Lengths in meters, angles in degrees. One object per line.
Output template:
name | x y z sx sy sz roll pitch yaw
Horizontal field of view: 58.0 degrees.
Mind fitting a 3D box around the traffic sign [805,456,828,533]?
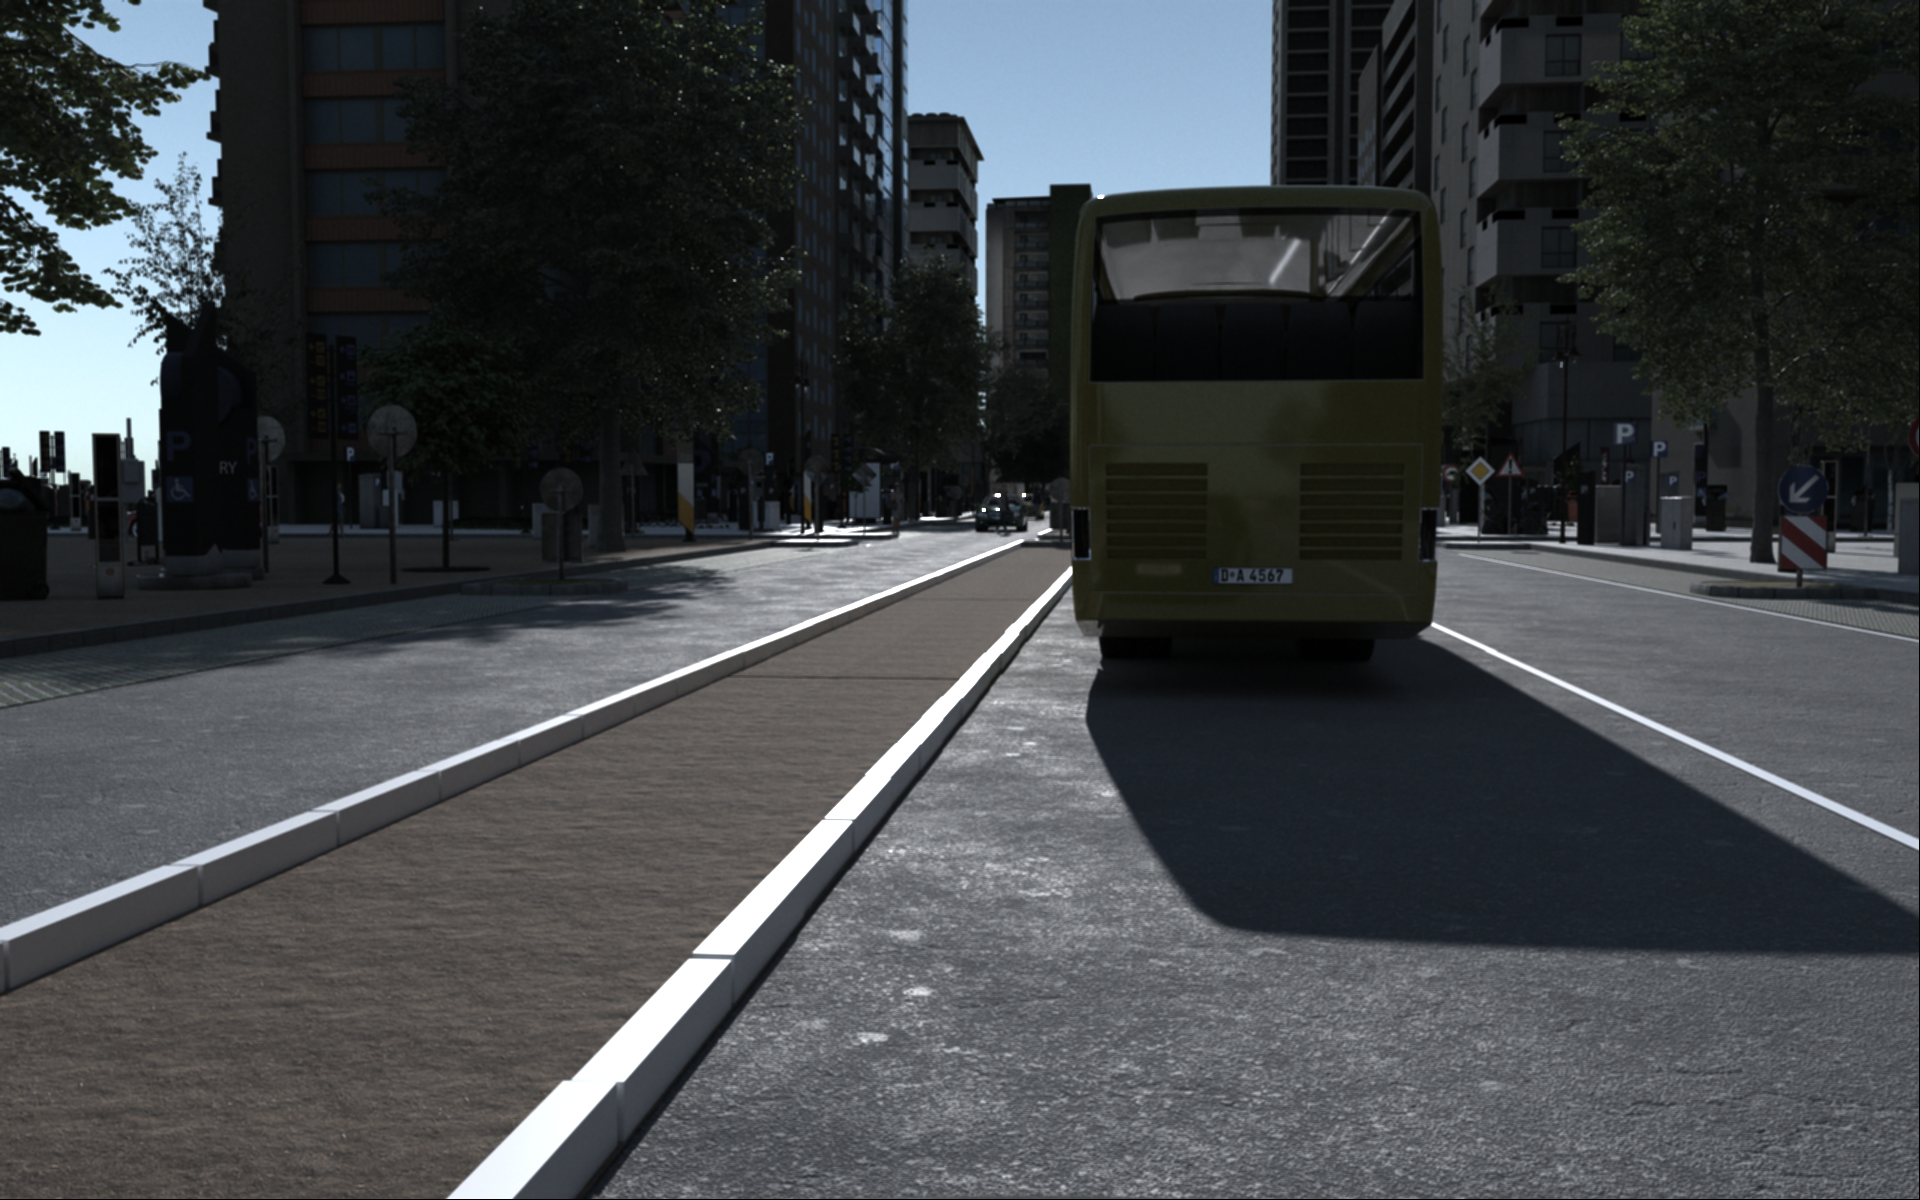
traffic sign | -4.764 -3.502 57.364 0.768 2.556 0.104 1 4 9

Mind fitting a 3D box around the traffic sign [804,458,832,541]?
traffic sign | -3.898 -2.685 47.536 0.795 2.450 0.064 0 4 6

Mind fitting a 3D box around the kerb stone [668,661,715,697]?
kerb stone | -1.982 0.587 12.611 0.120 0.150 1.000 0 4 6

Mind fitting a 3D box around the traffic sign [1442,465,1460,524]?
traffic sign | 21.181 -4.561 74.680 0.768 2.556 0.104 1 4 13

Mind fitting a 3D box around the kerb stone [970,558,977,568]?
kerb stone | 0.160 -0.662 33.013 0.120 0.150 1.000 0 4 6

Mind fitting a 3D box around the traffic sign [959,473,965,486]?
traffic sign | -0.091 -6.328 103.563 0.768 2.556 0.104 0 4 8

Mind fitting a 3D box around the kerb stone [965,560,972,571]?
kerb stone | 0.057 -0.599 31.996 0.120 0.150 1.000 0 4 6

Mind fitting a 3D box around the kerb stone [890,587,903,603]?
kerb stone | -0.910 -0.033 22.814 0.120 0.150 1.000 0 4 6

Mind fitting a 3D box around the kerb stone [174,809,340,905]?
kerb stone | -2.627 0.960 6.498 0.120 0.150 1.000 0 4 6

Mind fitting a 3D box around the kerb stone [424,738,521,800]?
kerb stone | -2.415 0.837 8.545 0.120 0.150 1.000 0 4 6

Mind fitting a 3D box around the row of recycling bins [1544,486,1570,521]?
row of recycling bins | 29.047 -4.751 84.793 3.534 1.692 1.069 -3 5 -43

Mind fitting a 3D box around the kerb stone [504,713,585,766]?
kerb stone | -2.306 0.776 9.561 0.120 0.150 1.000 0 4 6

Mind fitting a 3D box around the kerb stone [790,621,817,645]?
kerb stone | -1.556 0.340 16.699 0.120 0.150 1.000 0 4 6

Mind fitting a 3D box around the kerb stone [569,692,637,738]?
kerb stone | -2.195 0.711 10.577 0.120 0.150 1.000 0 4 6

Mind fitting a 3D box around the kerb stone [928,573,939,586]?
kerb stone | -0.483 -0.287 26.887 0.120 0.150 1.000 0 4 6

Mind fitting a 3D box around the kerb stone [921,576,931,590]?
kerb stone | -0.592 -0.221 25.869 0.120 0.150 1.000 0 4 6

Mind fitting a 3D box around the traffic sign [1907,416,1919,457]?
traffic sign | 14.979 -1.627 26.704 0.768 2.556 0.104 1 4 10

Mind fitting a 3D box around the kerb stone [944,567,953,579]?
kerb stone | -0.269 -0.411 28.926 0.120 0.150 1.000 0 4 6

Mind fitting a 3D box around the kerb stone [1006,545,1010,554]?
kerb stone | 1.025 -1.159 41.163 0.120 0.150 1.000 0 4 6

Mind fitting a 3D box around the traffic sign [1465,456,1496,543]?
traffic sign | 13.697 -2.570 45.668 0.795 2.450 0.064 0 4 6

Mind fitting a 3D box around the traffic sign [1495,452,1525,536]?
traffic sign | 16.945 -3.264 53.378 0.884 2.594 0.081 1 4 12

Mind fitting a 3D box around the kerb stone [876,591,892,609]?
kerb stone | -1.016 0.025 21.788 0.120 0.150 1.000 0 4 6

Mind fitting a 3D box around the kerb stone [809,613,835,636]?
kerb stone | -1.451 0.274 17.719 0.120 0.150 1.000 0 4 6

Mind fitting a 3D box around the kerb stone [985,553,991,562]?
kerb stone | 0.485 -0.848 36.068 0.120 0.150 1.000 0 4 6

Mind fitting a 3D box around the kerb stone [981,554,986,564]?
kerb stone | 0.380 -0.786 35.052 0.120 0.150 1.000 0 4 6

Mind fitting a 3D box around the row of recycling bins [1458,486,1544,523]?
row of recycling bins | 23.818 -4.264 76.829 3.534 1.692 1.069 3 5 40

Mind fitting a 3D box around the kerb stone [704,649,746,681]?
kerb stone | -1.879 0.524 13.632 0.120 0.150 1.000 0 4 6

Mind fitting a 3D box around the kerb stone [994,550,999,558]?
kerb stone | 0.696 -0.973 38.108 0.120 0.150 1.000 0 4 6

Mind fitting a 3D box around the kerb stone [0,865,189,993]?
kerb stone | -2.740 1.022 5.483 0.120 0.150 1.000 0 4 6

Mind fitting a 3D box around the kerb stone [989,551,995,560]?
kerb stone | 0.597 -0.911 37.091 0.120 0.150 1.000 0 4 6

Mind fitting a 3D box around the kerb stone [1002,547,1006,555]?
kerb stone | 0.916 -1.098 40.147 0.120 0.150 1.000 0 4 6

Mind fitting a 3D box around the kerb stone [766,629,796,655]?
kerb stone | -1.664 0.404 15.671 0.120 0.150 1.000 0 4 6

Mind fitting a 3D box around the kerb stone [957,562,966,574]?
kerb stone | -0.048 -0.534 30.967 0.120 0.150 1.000 0 4 6

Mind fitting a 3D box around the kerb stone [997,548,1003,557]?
kerb stone | 0.808 -1.036 39.131 0.120 0.150 1.000 0 4 6

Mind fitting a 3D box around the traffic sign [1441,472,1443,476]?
traffic sign | 14.534 -3.056 53.609 0.795 2.450 0.064 0 4 6

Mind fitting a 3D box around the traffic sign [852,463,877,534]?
traffic sign | -3.061 -3.170 55.477 0.795 2.450 0.064 0 4 6

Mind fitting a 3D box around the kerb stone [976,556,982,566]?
kerb stone | 0.273 -0.724 34.034 0.120 0.150 1.000 0 4 6

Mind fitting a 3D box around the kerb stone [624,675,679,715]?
kerb stone | -2.090 0.648 11.593 0.120 0.150 1.000 0 4 6

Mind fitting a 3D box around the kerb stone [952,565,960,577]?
kerb stone | -0.154 -0.474 29.941 0.120 0.150 1.000 0 4 6

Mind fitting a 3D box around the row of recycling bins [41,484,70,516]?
row of recycling bins | -38.635 -4.001 72.530 3.534 1.692 1.069 0 4 7

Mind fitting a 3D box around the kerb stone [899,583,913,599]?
kerb stone | -0.803 -0.100 23.836 0.120 0.150 1.000 0 4 6

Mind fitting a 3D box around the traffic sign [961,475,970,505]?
traffic sign | 0.278 -7.094 116.092 0.768 2.556 0.104 1 4 11

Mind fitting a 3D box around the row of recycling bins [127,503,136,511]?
row of recycling bins | -62.221 -7.468 129.219 1.069 1.692 3.534 -3 5 -41

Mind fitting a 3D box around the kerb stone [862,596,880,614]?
kerb stone | -1.127 0.087 20.769 0.120 0.150 1.000 0 4 6

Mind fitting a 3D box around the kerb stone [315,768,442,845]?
kerb stone | -2.522 0.897 7.523 0.120 0.150 1.000 0 4 6

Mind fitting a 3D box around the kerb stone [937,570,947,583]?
kerb stone | -0.369 -0.344 27.905 0.120 0.150 1.000 0 4 6

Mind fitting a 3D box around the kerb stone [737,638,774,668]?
kerb stone | -1.763 0.461 14.651 0.120 0.150 1.000 0 4 6

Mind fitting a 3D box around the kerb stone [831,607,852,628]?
kerb stone | -1.340 0.212 18.736 0.120 0.150 1.000 0 4 6

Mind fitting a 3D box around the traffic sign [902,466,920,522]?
traffic sign | -2.271 -4.871 79.644 0.884 2.594 0.081 1 4 14

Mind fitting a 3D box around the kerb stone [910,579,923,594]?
kerb stone | -0.696 -0.162 24.852 0.120 0.150 1.000 0 4 6

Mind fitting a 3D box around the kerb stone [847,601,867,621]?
kerb stone | -1.228 0.149 19.751 0.120 0.150 1.000 0 4 6
